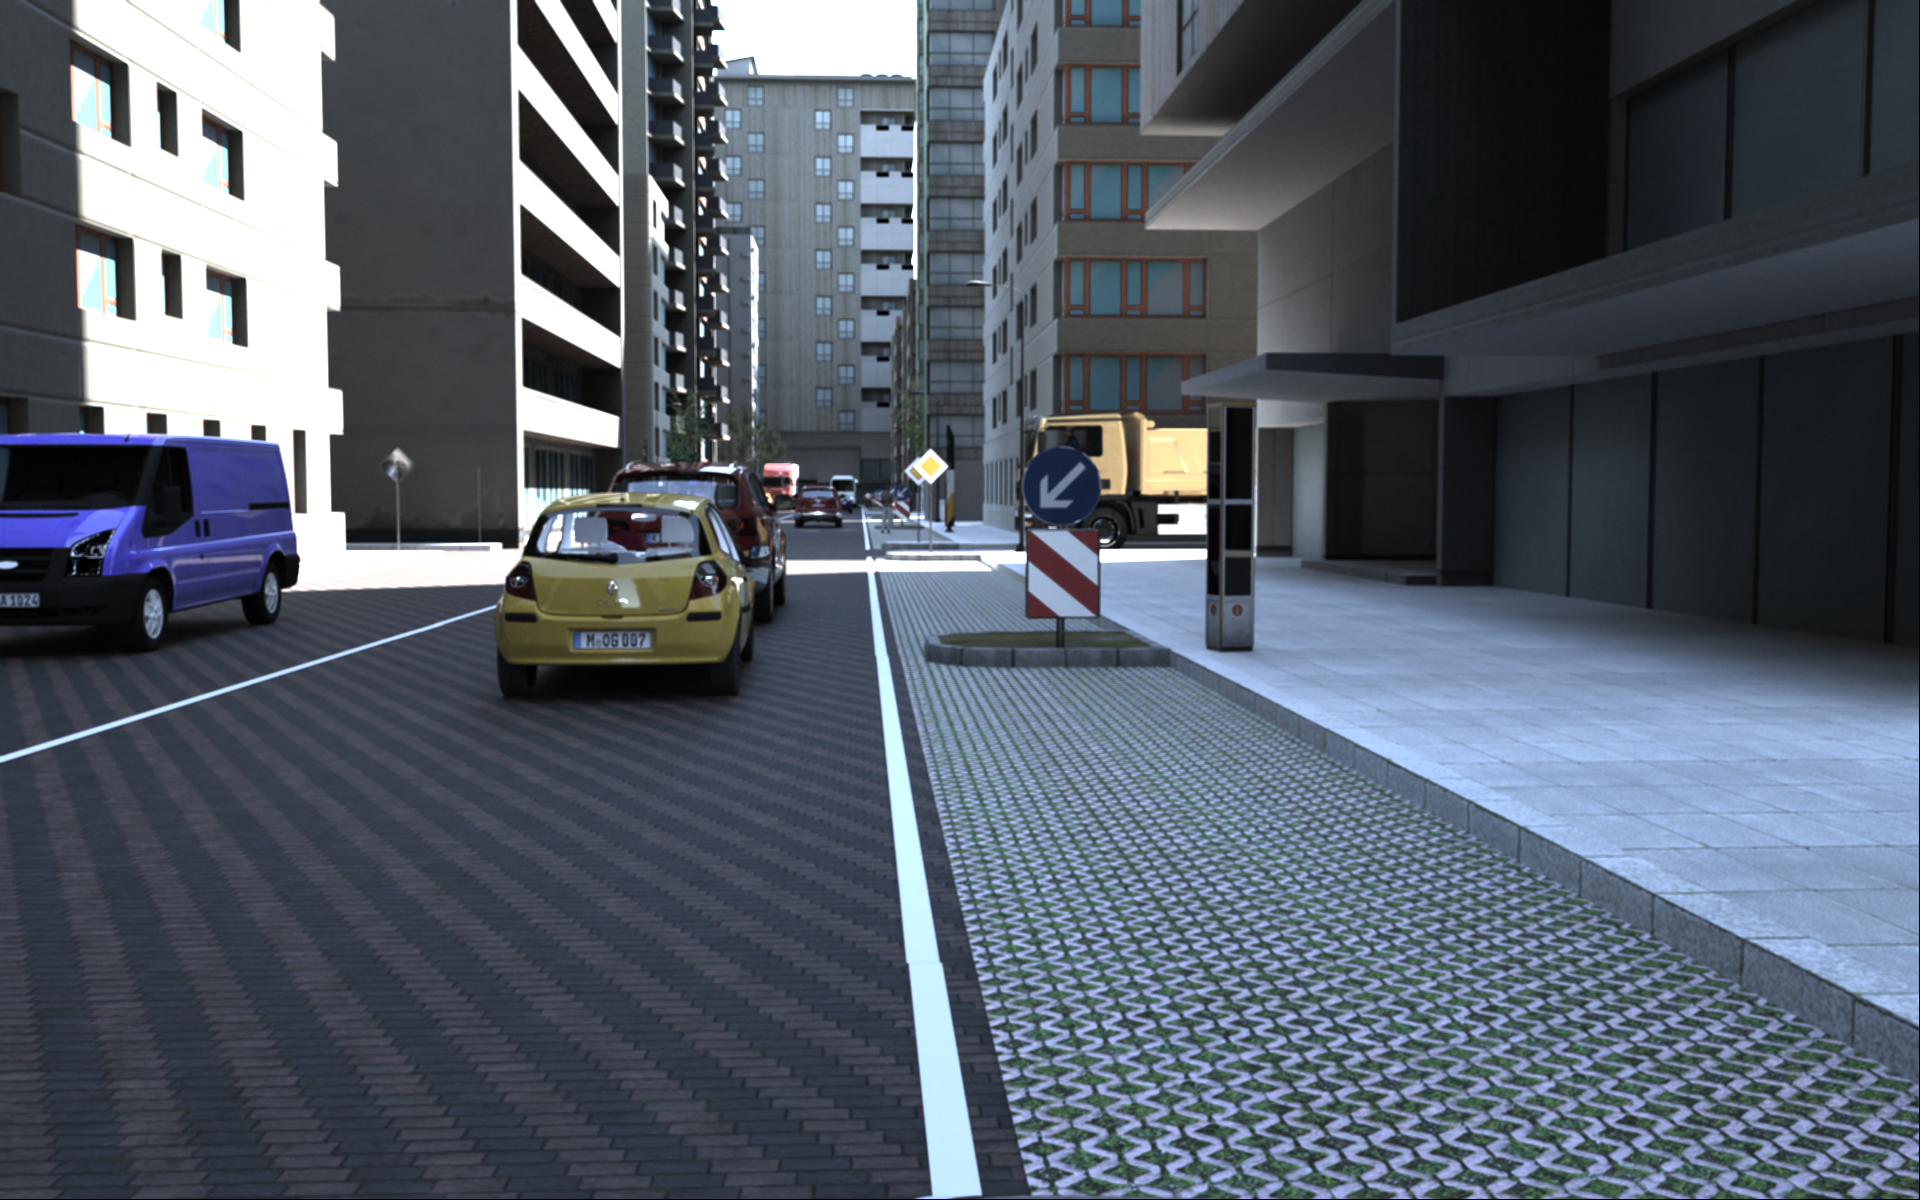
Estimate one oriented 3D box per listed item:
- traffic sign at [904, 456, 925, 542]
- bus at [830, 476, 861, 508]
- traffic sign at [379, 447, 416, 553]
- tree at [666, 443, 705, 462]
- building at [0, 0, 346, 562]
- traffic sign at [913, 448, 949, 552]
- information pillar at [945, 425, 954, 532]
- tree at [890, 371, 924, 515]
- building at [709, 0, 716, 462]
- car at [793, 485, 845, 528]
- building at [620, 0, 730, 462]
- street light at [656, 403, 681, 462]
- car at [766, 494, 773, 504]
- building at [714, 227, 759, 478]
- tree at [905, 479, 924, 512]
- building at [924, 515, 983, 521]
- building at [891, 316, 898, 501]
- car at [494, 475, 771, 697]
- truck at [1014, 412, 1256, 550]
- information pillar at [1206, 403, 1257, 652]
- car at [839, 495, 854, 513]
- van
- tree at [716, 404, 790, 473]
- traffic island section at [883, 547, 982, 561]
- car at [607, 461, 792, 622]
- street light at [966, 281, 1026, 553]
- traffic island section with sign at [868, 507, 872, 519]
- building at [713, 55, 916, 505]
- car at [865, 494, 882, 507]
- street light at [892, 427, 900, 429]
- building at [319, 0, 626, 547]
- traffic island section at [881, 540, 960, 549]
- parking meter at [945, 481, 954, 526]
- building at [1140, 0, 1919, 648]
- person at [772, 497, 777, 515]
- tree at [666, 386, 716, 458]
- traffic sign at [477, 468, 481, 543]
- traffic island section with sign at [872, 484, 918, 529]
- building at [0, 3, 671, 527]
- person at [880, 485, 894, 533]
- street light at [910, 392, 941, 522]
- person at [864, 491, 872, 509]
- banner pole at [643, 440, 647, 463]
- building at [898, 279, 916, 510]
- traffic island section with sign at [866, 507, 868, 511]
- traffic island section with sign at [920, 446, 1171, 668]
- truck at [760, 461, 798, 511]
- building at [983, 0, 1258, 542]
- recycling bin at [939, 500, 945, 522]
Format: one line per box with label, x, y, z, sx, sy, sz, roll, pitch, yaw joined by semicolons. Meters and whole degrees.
traffic sign;-1.102;-2.589;45.975;0.795;2.450;0.064;0;4;-3
bus;-12.141;-11.553;183.751;2.948;3.499;13.247;0;4;-1
traffic sign;-12.121;-2.063;37.367;0.795;2.450;0.064;0;4;-3
tree;-17.738;-7.773;110.805;4.285;4.588;4.351;0;3;0
building;-26.253;-10.720;20.308;28.899;21.520;27.650;0;4;-3
traffic sign;-0.644;-2.102;38.003;0.795;2.450;0.064;0;4;-3
information pillar;-0.331;-4.106;58.494;0.183;3.616;0.504;-1;4;-22
tree;-2.061;-9.423;104.421;4.737;8.622;4.395;0;3;0
building;-30.819;-43.981;157.340;20.563;71.187;20.611;0;4;-3
car;-6.165;-4.104;75.767;2.281;1.827;5.304;0;4;-4
building;-29.546;-29.287;133.471;22.147;44.769;28.867;0;4;-3
street light;-14.972;-7.111;88.799;1.470;5.913;1.316;0;4;-3
car;-15.611;-7.718;136.409;2.015;1.641;3.980;0;4;-4
building;-29.103;-25.503;188.668;14.107;30.474;14.160;0;4;-3
tree;-2.823;-7.911;123.947;1.663;3.219;1.824;0;3;0
building;5.119;-24.690;87.282;14.154;41.232;14.086;0;4;-3
building;6.764;-20.711;183.662;27.650;21.520;28.899;0;4;-3
car;-2.529;-0.214;13.727;2.015;1.641;3.980;0;4;-5
truck;5.430;-2.843;42.409;9.791;3.379;3.469;0;4;-5
information pillar;2.213;-0.592;14.171;0.304;2.012;0.304;-1;4;-16
car;-8.947;-7.175;129.892;1.945;1.354;3.894;0;4;-5
van;-8.394;-0.797;17.418;2.240;2.365;5.245;0;4;-5
tree;-21.113;-14.643;173.819;8.767;10.594;7.601;0;4;1
traffic island section;-0.621;-0.966;38.081;2.009;0.180;2.903;0;4;-3
car;-3.191;-0.747;20.885;2.281;1.827;5.304;0;4;-3
street light;0.828;-4.002;37.970;1.470;5.913;1.316;0;4;-3
traffic island section with sign;-4.032;-5.440;97.574;1.989;1.847;2.006;0;4;-3
building;-16.850;-38.439;217.716;27.495;52.752;28.713;0;4;-3
car;-9.047;-10.467;181.362;2.015;1.641;3.980;0;4;-4
street light;-3.997;-9.062;120.701;1.470;5.913;1.316;0;4;-3
building;-22.812;-26.307;53.825;21.300;48.544;21.600;0;4;-3
traffic island section;-1.078;-1.454;46.053;2.009;0.180;2.903;0;4;-3
parking meter;-0.411;-3.873;69.037;0.255;1.863;0.399;2;4;24
building;17.807;-26.491;22.359;28.713;52.752;27.495;0;4;-3
person;-9.177;-4.472;85.865;0.306;1.304;0.590;1;4;10
tree;-18.603;-10.196;117.075;4.737;8.622;4.395;0;3;0
traffic sign;-12.578;-2.550;45.339;0.795;2.450;0.064;0;4;-3
traffic island section with sign;-2.486;-3.791;70.612;1.989;1.847;2.006;0;4;-3
building;-30.209;-14.828;87.469;27.650;21.520;28.899;0;4;-3
person;-2.631;-3.317;63.289;0.519;1.759;0.362;1;4;17
street light;-1.541;-6.500;78.822;1.470;5.913;1.316;0;4;-3
person;-7.959;-8.653;150.917;0.756;1.711;0.436;1;4;21
banner pole;-14.500;-5.493;79.834;0.401;3.779;0.863;0;4;1
building;8.926;-18.917;154.330;27.650;21.520;28.899;0;4;-3
traffic island section with sign;-6.943;-8.549;148.396;1.989;1.847;2.006;0;4;-3
traffic island section with sign;0.696;-0.398;15.137;1.989;1.847;2.006;0;4;-3
truck;-15.678;-9.928;151.232;2.839;4.237;11.283;0;4;-2
building;16.188;-13.130;59.707;28.899;21.520;27.650;0;4;-3
recycling bin;-0.677;-4.150;80.408;0.722;1.027;0.722;-1;4;-8
